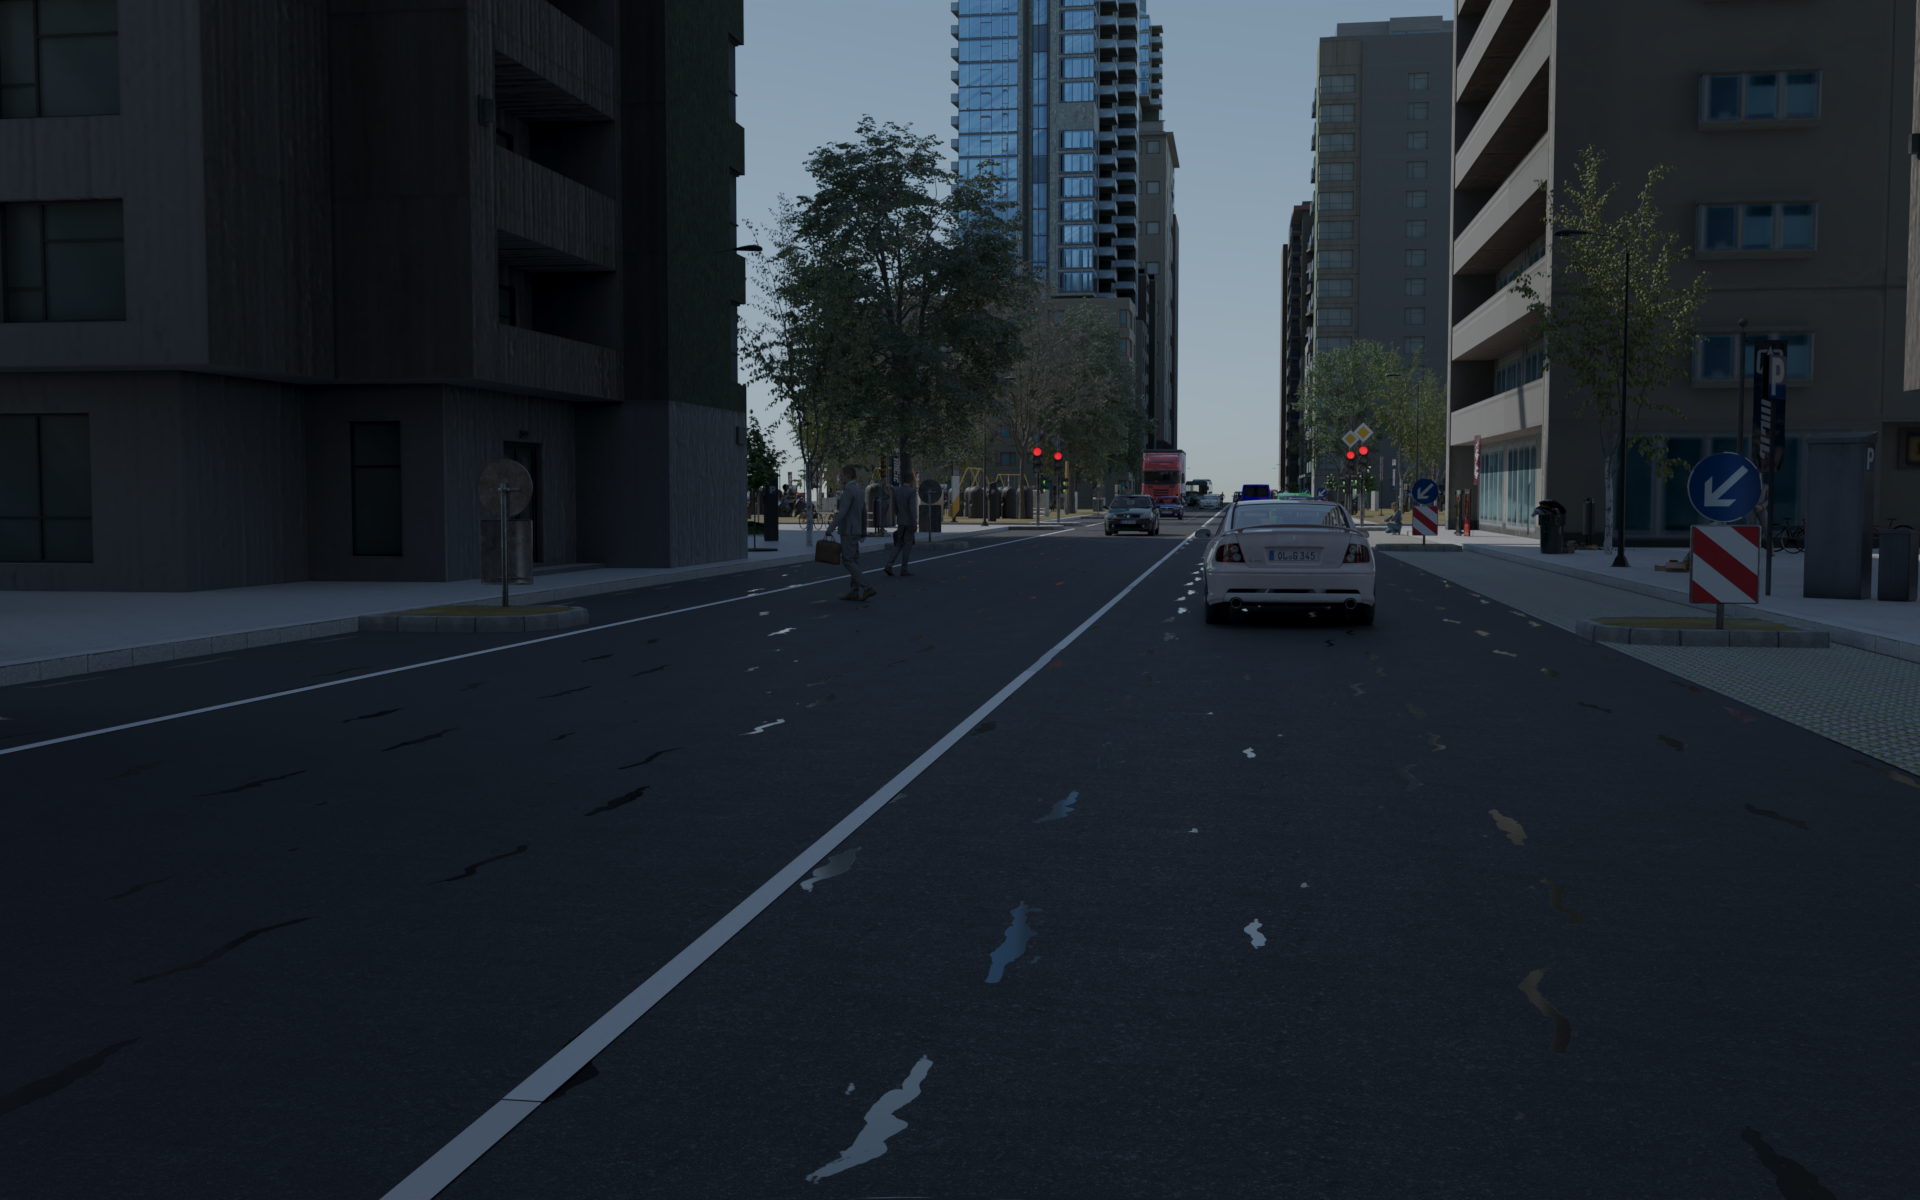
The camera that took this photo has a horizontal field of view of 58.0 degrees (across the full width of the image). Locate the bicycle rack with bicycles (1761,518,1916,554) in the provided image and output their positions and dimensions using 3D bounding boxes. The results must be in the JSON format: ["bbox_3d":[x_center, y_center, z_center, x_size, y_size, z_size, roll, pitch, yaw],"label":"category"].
[{"bbox_3d":[18.593,-1.457,37.199,2.852,0.926,2.925,-3,5,-39],"label":"bicycle rack with bicycles"}]

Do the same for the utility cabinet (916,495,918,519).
[{"bbox_3d":[-2.254,-4.694,87.911,1.020,1.237,0.306,0,4,-5],"label":"utility cabinet"}]

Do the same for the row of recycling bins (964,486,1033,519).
[{"bbox_3d":[2.168,-5.139,91.137,3.534,1.692,1.069,-1,4,-18],"label":"row of recycling bins"}]

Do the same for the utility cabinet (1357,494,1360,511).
[{"bbox_3d":[29.997,-7.473,130.856,1.173,1.500,0.318,1,4,13],"label":"utility cabinet"}]

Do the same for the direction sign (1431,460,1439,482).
[{"bbox_3d":[31.274,-7.468,114.099,0.379,3.537,0.876,-1,4,-17],"label":"direction sign"}]

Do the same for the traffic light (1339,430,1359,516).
[{"bbox_3d":[17.048,-5.314,75.797,0.839,4.253,0.868,1,4,9],"label":"traffic light"}]

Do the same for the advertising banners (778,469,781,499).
[{"bbox_3d":[-12.477,-7.508,118.938,0.090,3.025,2.074,0,4,3],"label":"advertising banners"}]

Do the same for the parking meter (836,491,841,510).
[{"bbox_3d":[-9.731,-7.991,139.065,0.372,1.533,0.369,0,3,0],"label":"parking meter"}]

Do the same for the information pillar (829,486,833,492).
[{"bbox_3d":[-11.576,-9.222,155.275,0.304,2.012,0.304,0,4,-4],"label":"information pillar"}]

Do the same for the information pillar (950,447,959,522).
[{"bbox_3d":[-0.218,-5.349,78.815,0.183,3.616,0.504,3,4,38],"label":"information pillar"}]

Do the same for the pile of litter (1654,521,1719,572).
[{"bbox_3d":[12.131,-0.882,28.382,1.176,0.858,1.719,0,4,-3],"label":"pile of litter"}]

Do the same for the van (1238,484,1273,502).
[{"bbox_3d":[18.528,-6.371,108.554,2.240,2.365,5.245,1,4,9],"label":"van"}]

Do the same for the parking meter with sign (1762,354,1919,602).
[{"bbox_3d":[10.790,-1.526,21.213,0.543,3.016,1.738,-3,5,-44],"label":"parking meter with sign"}]

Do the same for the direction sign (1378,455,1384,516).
[{"bbox_3d":[24.795,-6.719,101.860,0.379,3.537,0.876,0,4,1],"label":"direction sign"}]

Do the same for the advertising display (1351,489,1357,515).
[{"bbox_3d":[23.721,-6.061,104.318,0.123,1.923,0.974,2,4,27],"label":"advertising display"}]

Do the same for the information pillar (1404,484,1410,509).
[{"bbox_3d":[33.070,-7.564,128.158,0.304,2.012,0.304,-2,4,-24],"label":"information pillar"}]

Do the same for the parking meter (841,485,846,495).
[{"bbox_3d":[-7.435,-6.437,110.953,0.255,1.863,0.399,-3,4,-37],"label":"parking meter"}]

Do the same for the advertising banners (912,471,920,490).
[{"bbox_3d":[-2.605,-8.202,130.292,2.074,3.025,0.090,3,4,36],"label":"advertising banners"}]

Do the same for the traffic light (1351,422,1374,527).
[{"bbox_3d":[15.769,-4.831,67.915,0.839,4.253,0.868,1,4,9],"label":"traffic light"}]

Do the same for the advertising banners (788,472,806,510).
[{"bbox_3d":[-12.671,-8.459,134.486,2.074,3.025,0.090,3,5,41],"label":"advertising banners"}]

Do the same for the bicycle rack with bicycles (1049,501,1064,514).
[{"bbox_3d":[6.794,-6.914,126.427,2.852,0.926,2.925,3,5,45],"label":"bicycle rack with bicycles"}]

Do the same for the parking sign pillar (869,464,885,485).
[{"bbox_3d":[-7.153,-9.805,148.788,1.447,3.967,1.447,1,4,13],"label":"parking sign pillar"}]

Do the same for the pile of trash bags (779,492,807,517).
[{"bbox_3d":[-9.219,-5.317,96.689,1.912,1.369,3.447,0,4,6],"label":"pile of trash bags"}]

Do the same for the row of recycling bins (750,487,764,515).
[{"bbox_3d":[-13.517,-6.088,106.644,3.534,1.692,1.069,-1,4,-20],"label":"row of recycling bins"}]

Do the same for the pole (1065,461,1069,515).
[{"bbox_3d":[6.650,-6.959,107.627,0.158,3.312,0.155,0,3,0],"label":"pole"}]

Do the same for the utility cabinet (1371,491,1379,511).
[{"bbox_3d":[31.409,-7.484,131.042,0.318,1.500,1.173,0,3,0],"label":"utility cabinet"}]

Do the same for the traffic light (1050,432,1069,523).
[{"bbox_3d":[4.449,-5.437,77.819,0.839,4.253,0.868,1,4,9],"label":"traffic light"}]

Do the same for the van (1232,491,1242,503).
[{"bbox_3d":[40.879,-15.120,254.230,2.013,2.044,4.112,1,4,8],"label":"van"}]

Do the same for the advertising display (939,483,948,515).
[{"bbox_3d":[-1.052,-6.030,103.806,0.123,1.923,0.974,2,4,32],"label":"advertising display"}]

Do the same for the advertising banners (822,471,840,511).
[{"bbox_3d":[-10.055,-8.409,133.667,2.074,3.025,0.090,-2,4,-35],"label":"advertising banners"}]

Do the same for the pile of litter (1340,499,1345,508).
[{"bbox_3d":[32.611,-8.262,149.052,1.176,0.858,1.719,2,4,31],"label":"pile of litter"}]

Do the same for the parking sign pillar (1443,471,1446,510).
[{"bbox_3d":[38.854,-9.114,137.483,1.447,3.967,1.447,-3,5,-44],"label":"parking sign pillar"}]

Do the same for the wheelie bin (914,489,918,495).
[{"bbox_3d":[-3.255,-6.607,115.925,0.980,1.594,0.693,-1,4,-13],"label":"wheelie bin"}]

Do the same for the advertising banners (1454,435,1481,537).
[{"bbox_3d":[15.329,-3.431,52.293,0.090,3.025,2.074,0,4,-3],"label":"advertising banners"}]

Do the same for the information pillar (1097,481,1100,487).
[{"bbox_3d":[12.326,-9.894,153.124,0.504,3.616,0.183,-1,4,-19],"label":"information pillar"}]

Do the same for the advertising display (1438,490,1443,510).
[{"bbox_3d":[38.987,-8.241,139.958,0.974,1.923,0.123,-3,4,-36],"label":"advertising display"}]

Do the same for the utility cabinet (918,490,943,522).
[{"bbox_3d":[-1.342,-4.310,79.146,1.173,1.500,0.318,-2,4,-28],"label":"utility cabinet"}]

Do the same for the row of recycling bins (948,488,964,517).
[{"bbox_3d":[1.057,-5.578,98.315,3.534,1.692,1.069,-1,4,-15],"label":"row of recycling bins"}]

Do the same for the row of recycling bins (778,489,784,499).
[{"bbox_3d":[-13.995,-7.436,128.683,3.534,1.692,1.069,1,4,20],"label":"row of recycling bins"}]

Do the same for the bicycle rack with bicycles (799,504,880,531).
[{"bbox_3d":[-4.118,-2.952,61.648,2.852,0.926,2.925,-2,4,-30],"label":"bicycle rack with bicycles"}]

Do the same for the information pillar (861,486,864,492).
[{"bbox_3d":[-8.802,-9.249,155.710,0.304,2.012,0.304,0,4,8],"label":"information pillar"}]

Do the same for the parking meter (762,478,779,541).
[{"bbox_3d":[-5.164,-2.538,47.214,0.399,1.863,0.255,-2,4,-26],"label":"parking meter"}]

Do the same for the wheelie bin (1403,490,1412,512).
[{"bbox_3d":[31.570,-7.026,122.785,0.980,1.594,0.693,1,4,23],"label":"wheelie bin"}]

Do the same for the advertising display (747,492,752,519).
[{"bbox_3d":[-10.820,-5.091,88.447,0.123,1.923,0.974,-2,4,-24],"label":"advertising display"}]

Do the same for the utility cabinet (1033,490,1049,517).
[{"bbox_3d":[4.506,-5.412,97.162,0.318,1.500,1.173,-3,4,-38],"label":"utility cabinet"}]

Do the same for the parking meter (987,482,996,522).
[{"bbox_3d":[1.483,-4.592,80.796,0.399,1.863,0.255,-1,4,-20],"label":"parking meter"}]

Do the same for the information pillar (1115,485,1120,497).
[{"bbox_3d":[12.555,-8.163,137.955,0.304,2.012,0.304,-2,4,-27],"label":"information pillar"}]

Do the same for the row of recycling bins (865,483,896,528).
[{"bbox_3d":[-3.122,-3.690,67.436,1.069,1.692,3.534,0,4,5],"label":"row of recycling bins"}]

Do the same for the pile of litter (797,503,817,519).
[{"bbox_3d":[-7.997,-4.646,89.934,1.176,0.858,1.719,2,4,26],"label":"pile of litter"}]

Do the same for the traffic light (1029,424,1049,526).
[{"bbox_3d":[3.169,-4.955,69.936,0.839,4.253,0.868,1,4,9],"label":"traffic light"}]

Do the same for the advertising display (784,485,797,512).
[{"bbox_3d":[-12.234,-7.345,125.305,0.974,1.923,0.123,-2,4,-25],"label":"advertising display"}]

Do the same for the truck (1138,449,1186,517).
[{"bbox_3d":[13.057,-7.455,110.796,2.839,4.237,11.283,1,4,9],"label":"truck"}]

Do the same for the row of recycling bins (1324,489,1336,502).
[{"bbox_3d":[28.242,-7.682,132.716,1.069,1.692,3.534,1,4,11],"label":"row of recycling bins"}]
